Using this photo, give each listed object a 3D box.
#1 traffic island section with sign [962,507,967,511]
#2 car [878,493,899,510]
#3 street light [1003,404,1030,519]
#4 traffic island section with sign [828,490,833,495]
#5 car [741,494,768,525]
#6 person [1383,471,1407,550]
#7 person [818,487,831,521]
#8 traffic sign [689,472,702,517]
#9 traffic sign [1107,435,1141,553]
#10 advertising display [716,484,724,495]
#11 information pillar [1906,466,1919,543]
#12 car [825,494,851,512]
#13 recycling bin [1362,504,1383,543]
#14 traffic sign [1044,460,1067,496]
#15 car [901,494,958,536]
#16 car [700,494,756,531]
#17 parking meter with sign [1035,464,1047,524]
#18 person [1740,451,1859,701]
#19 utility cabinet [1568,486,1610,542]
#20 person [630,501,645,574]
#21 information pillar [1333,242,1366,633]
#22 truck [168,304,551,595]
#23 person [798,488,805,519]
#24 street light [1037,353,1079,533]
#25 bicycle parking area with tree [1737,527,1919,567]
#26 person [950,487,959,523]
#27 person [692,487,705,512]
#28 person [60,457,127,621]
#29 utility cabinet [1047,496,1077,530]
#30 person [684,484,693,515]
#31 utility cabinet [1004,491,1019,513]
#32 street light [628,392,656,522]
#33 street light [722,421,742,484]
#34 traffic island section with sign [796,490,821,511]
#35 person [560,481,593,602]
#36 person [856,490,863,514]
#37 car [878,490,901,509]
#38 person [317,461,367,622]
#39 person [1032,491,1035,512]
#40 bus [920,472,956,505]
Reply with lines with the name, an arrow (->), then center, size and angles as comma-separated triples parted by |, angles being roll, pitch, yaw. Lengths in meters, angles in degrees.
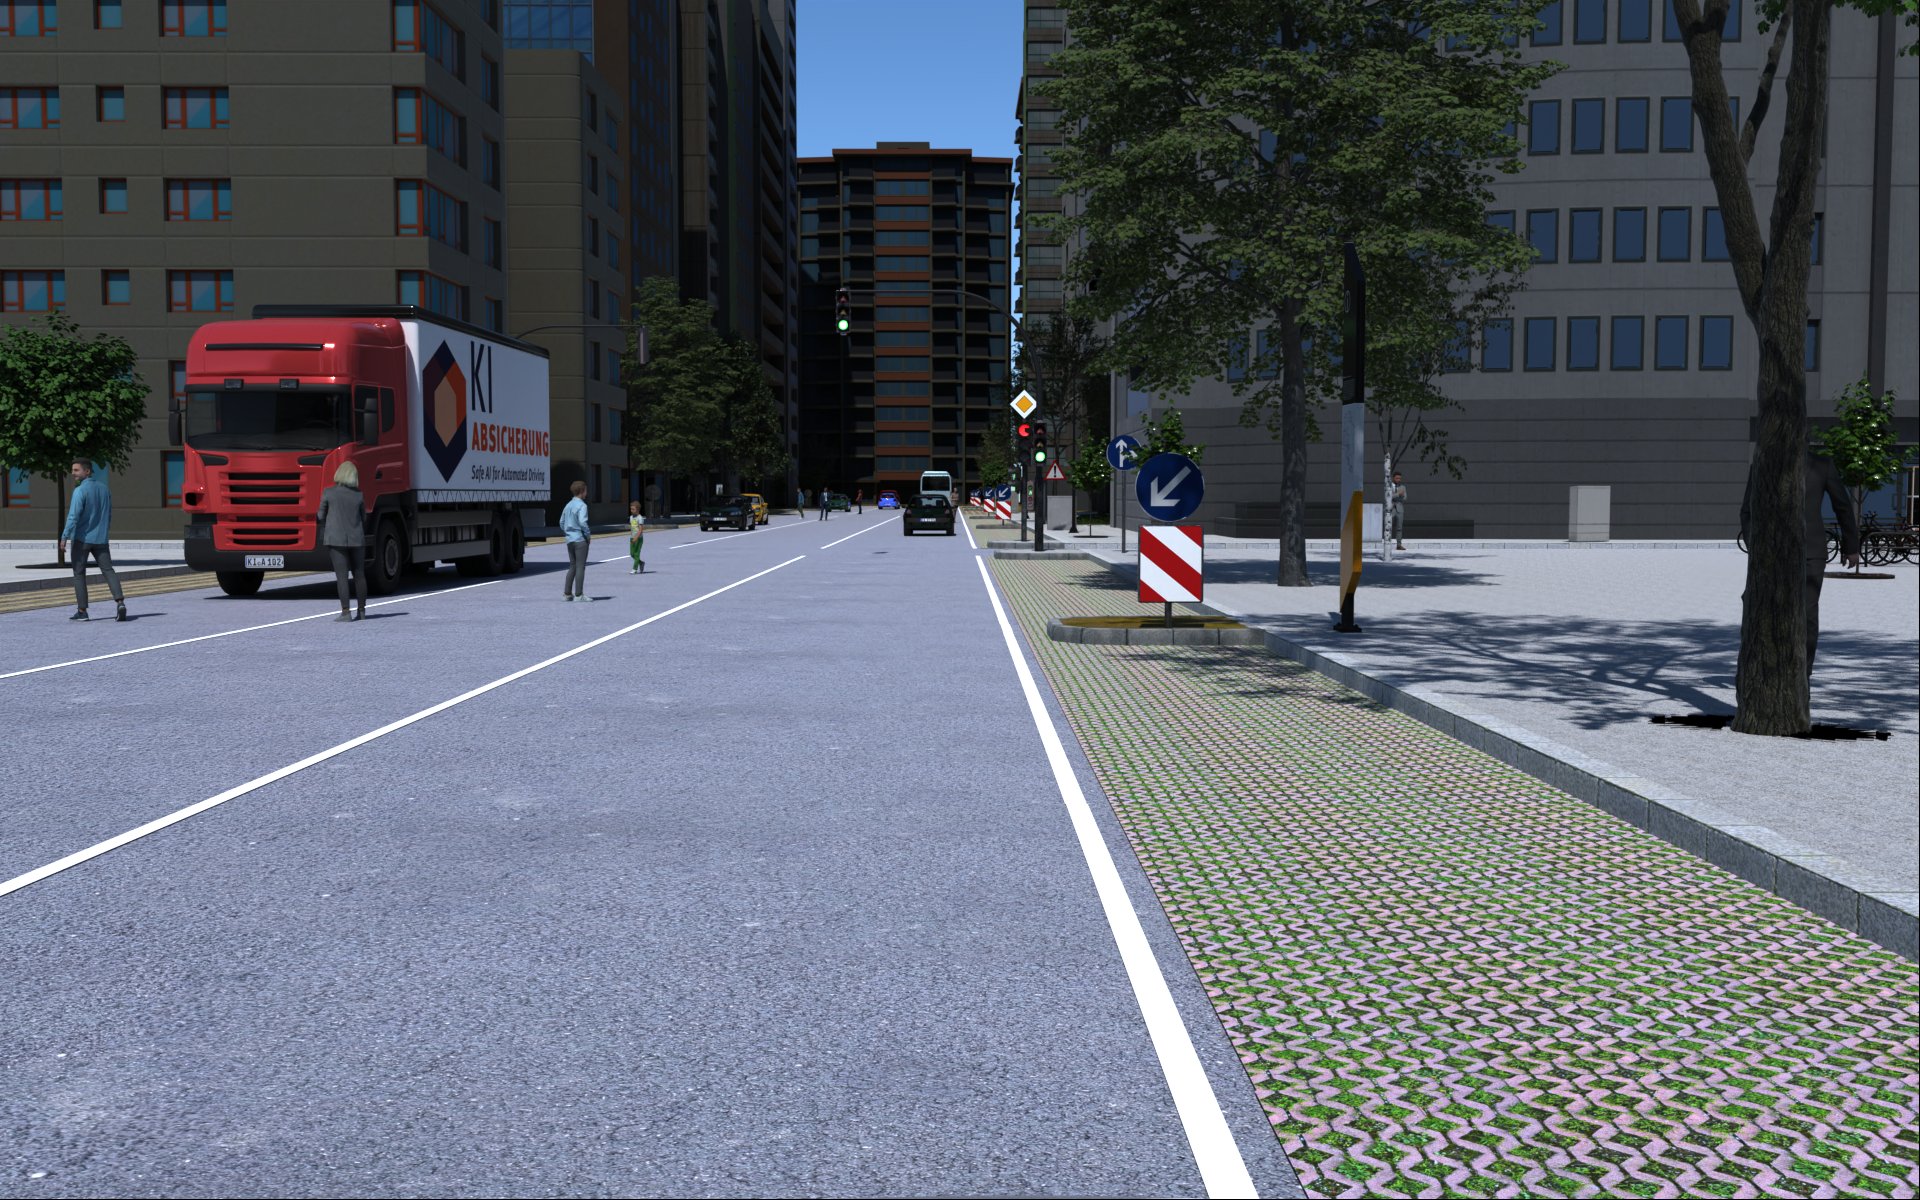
traffic island section with sign -> 1.340, -8.555, 148.506 | 1.989, 1.847, 2.006 | 0, 4, 0
car -> -6.690, -9.329, 162.124 | 1.945, 1.707, 3.694 | 0, 4, 1
street light -> 2.915, -7.160, 89.602 | 1.470, 5.913, 1.316 | 0, 4, 0
traffic island section with sign -> -13.090, -10.201, 175.413 | 1.989, 1.847, 2.006 | 0, 4, 0
car -> -9.911, -4.304, 80.588 | 2.015, 1.641, 3.980 | 0, 4, -1
person -> 9.974, -2.044, 39.644 | 0.511, 1.800, 0.466 | -1, 4, -14
person -> -7.327, -5.209, 93.850 | 0.721, 1.800, 0.419 | 0, 4, -5
traffic sign -> -15.042, -6.024, 98.591 | 0.768, 2.556, 0.104 | 0, 4, 7
traffic sign -> 3.562, -2.294, 37.615 | 0.768, 2.556, 0.104 | 0, 4, 3
advertising display -> -15.061, -6.337, 108.820 | 0.123, 1.923, 0.974 | -2, 4, -34
information pillar -> 25.253, -2.527, 45.801 | 0.304, 2.012, 0.304 | 0, 4, 2
car -> -9.799, -7.788, 139.139 | 2.131, 1.459, 4.920 | 0, 4, 0
recycling bin -> 10.764, -2.047, 46.023 | 0.722, 1.027, 0.722 | -1, 4, -9
traffic sign -> 3.604, -4.014, 65.634 | 0.884, 2.594, 0.081 | 1, 4, 9
car -> -1.067, -3.101, 60.482 | 2.009, 1.686, 4.222 | 0, 4, 0
car -> -9.086, -3.551, 67.850 | 2.009, 1.686, 4.222 | 0, 4, 1
parking meter with sign -> 3.479, -4.718, 73.401 | 0.543, 3.016, 1.738 | 1, 4, 11
person -> 5.207, -0.306, 10.820 | 0.659, 1.850, 0.755 | 2, 4, 35
utility cabinet -> 16.827, -2.302, 46.318 | 1.173, 1.500, 0.318 | -2, 4, -26
person -> -5.799, -1.124, 31.133 | 0.306, 1.304, 0.590 | 1, 4, 16
information pillar -> 3.623, -1.507, 15.997 | 0.183, 3.616, 0.504 | 0, 4, -2
truck -> -9.200, -2.386, 27.927 | 2.839, 4.237, 11.283 | 0, 4, 1
person -> -9.077, -5.517, 99.045 | 0.444, 1.785, 0.601 | -1, 4, -10
street light -> 3.208, -5.164, 56.974 | 1.470, 5.913, 1.316 | 0, 4, 0
bicycle parking area with tree -> 19.577, -2.810, 32.946 | 9.016, 4.147, 8.231 | 2, 4, 28
person -> -0.264, -4.705, 85.763 | 0.599, 1.781, 0.374 | -2, 4, -32
person -> -18.558, -7.114, 122.904 | 0.990, 1.755, 0.434 | 1, 4, 21
person -> -9.738, -0.677, 19.430 | 0.748, 1.841, 0.638 | 2, 4, 30
utility cabinet -> 3.606, -3.063, 61.235 | 1.020, 1.237, 0.306 | 2, 4, 26
person -> -16.937, -6.288, 108.212 | 0.474, 1.900, 0.648 | 0, 4, 6
utility cabinet -> 3.346, -6.472, 114.493 | 0.318, 1.500, 1.173 | -3, 5, -44
street light -> -14.548, -6.509, 78.966 | 1.470, 5.913, 1.316 | 0, 4, 0
street light -> -14.629, -8.446, 110.627 | 1.470, 5.913, 1.316 | 0, 4, 0
traffic island section with sign -> -12.982, -8.552, 148.458 | 1.989, 1.847, 2.006 | 0, 4, 0
person -> -5.067, -0.776, 22.994 | 0.330, 1.601, 0.589 | -3, 4, -36
person -> -7.210, -6.992, 123.540 | 0.721, 1.743, 1.217 | 1, 4, 13
car -> -6.850, -9.717, 167.548 | 2.281, 1.827, 5.304 | 0, 4, -1
person -> -6.984, -0.666, 19.576 | 0.537, 1.800, 0.526 | -2, 4, -28
person -> 5.213, -7.295, 125.247 | 1.348, 1.831, 0.705 | 2, 4, 29
bus -> -1.921, -9.459, 149.511 | 2.948, 3.499, 13.247 | 0, 4, 1
